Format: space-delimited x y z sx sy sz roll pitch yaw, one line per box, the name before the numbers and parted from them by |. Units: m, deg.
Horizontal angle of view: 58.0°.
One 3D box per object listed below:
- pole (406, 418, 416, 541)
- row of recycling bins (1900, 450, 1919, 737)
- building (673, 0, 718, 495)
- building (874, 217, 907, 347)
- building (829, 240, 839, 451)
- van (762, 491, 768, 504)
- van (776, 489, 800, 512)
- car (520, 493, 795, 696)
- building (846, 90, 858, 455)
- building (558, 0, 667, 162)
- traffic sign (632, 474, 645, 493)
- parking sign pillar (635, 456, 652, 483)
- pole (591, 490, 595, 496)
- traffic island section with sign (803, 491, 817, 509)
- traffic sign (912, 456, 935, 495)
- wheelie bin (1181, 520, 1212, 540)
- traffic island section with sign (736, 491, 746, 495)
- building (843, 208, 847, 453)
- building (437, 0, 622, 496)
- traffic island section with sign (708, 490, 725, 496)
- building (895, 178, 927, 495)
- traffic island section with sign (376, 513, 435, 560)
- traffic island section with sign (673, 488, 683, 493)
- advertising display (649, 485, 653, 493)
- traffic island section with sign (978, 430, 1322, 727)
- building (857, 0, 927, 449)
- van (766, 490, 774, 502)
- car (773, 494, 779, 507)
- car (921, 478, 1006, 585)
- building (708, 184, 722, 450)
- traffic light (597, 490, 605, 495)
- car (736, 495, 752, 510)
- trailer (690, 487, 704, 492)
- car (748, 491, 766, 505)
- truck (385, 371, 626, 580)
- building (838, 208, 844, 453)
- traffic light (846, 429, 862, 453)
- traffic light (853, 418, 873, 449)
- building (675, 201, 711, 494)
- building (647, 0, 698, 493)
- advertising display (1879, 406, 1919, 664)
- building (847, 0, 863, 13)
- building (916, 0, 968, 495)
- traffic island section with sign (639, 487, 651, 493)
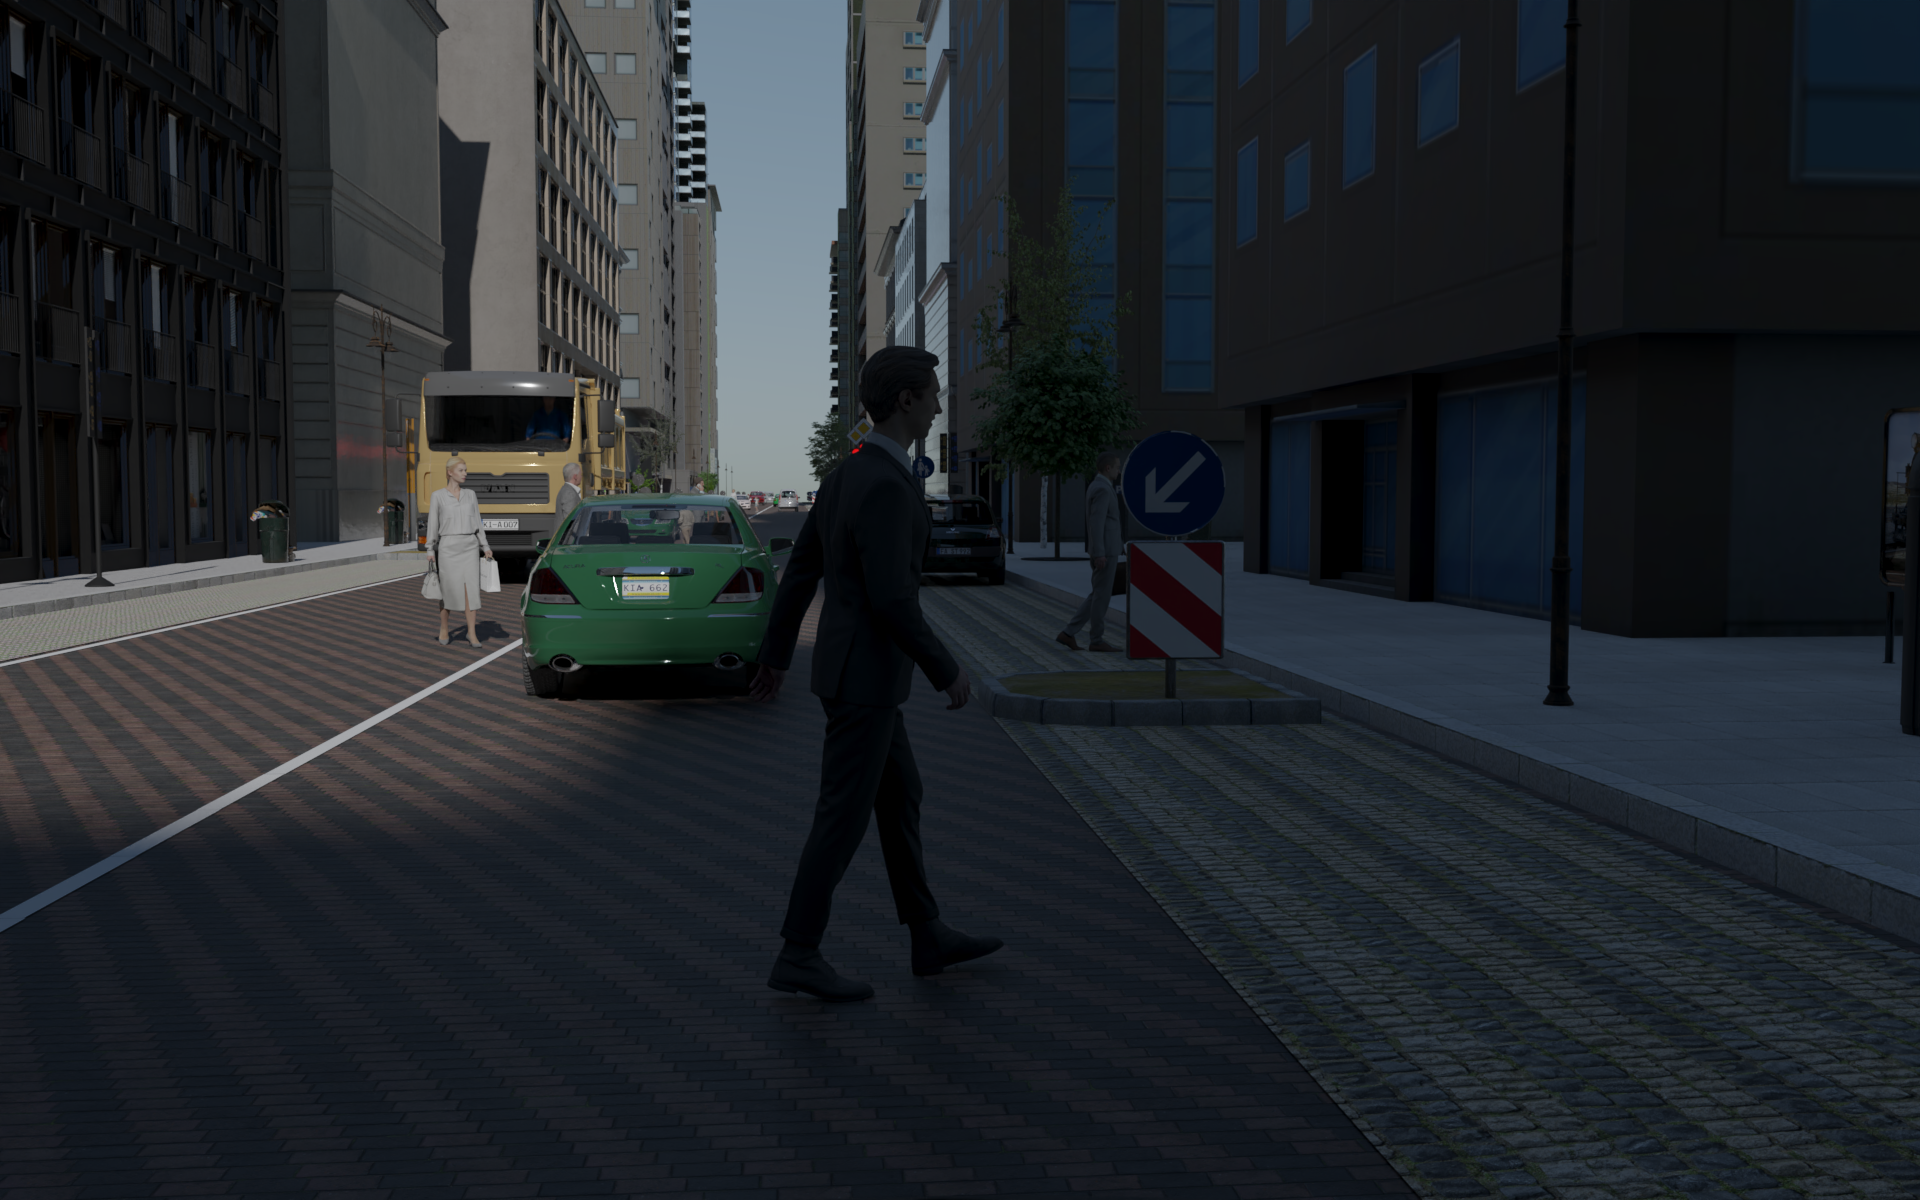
pole | -14.849 -3.241 46.833 0.158 3.312 0.155 0 3 0
row of recycling bins | 6.810 -0.132 9.276 3.534 1.692 1.069 -1 4 -10
building | -47.141 -57.712 256.255 22.319 86.520 31.000 0 4 -5
building | -0.964 -16.883 126.941 10.553 20.767 40.483 0 4 -5
building | -10.832 -38.982 291.972 22.147 44.769 28.867 0 4 -5
van | -27.801 -14.372 241.994 2.013 2.044 4.112 0 4 -5
van | -14.158 -8.295 142.642 2.013 2.044 4.112 0 4 -7
car | -2.367 -0.124 13.820 2.131 1.459 4.920 0 4 -7
building | -4.190 -30.317 179.273 14.154 41.232 14.086 0 4 -5
building | -40.872 -34.752 157.426 28.713 52.752 27.495 0 4 -5
traffic sign | -19.993 -6.579 107.667 0.768 2.556 0.104 0 4 -5
parking sign pillar | -22.187 -8.122 121.268 1.447 3.967 1.447 2 4 35
pole | -18.530 -5.723 87.407 0.158 3.312 0.155 0 3 0
traffic island section with sign | -16.676 -11.565 197.714 1.989 1.847 2.006 0 4 -5
traffic sign | -1.213 -3.503 57.385 0.768 2.556 0.104 0 4 4
wheelie bin | 5.465 -1.981 40.296 0.980 1.594 0.693 -1 4 -13
traffic island section with sign | -34.657 -16.490 278.230 1.989 1.847 2.006 0 4 -5
building | -5.482 -31.205 193.793 14.154 41.232 14.086 0 4 -5
building | -28.453 -17.247 86.510 19.350 26.468 34.151 0 4 -5
traffic island section with sign | -24.160 -9.790 168.698 1.989 1.847 2.006 0 4 -5
building | 2.014 -14.908 98.491 10.420 20.320 16.860 0 4 -5
traffic island section with sign | -11.648 -1.808 38.194 1.989 1.847 2.006 0 4 -5
traffic island section with sign | -19.538 -6.839 120.440 1.989 1.847 2.006 0 4 -5
advertising display | -20.919 -6.836 116.974 0.123 1.923 0.974 -2 4 -24
traffic island section with sign | 1.156 -0.180 11.565 1.989 1.847 2.006 0 4 -5
building | 1.473 -32.905 161.700 21.300 48.544 21.600 0 4 -5
van | -30.811 -16.706 280.158 2.013 2.044 4.112 0 4 -6
car | -20.053 -11.358 194.497 1.959 1.807 4.718 0 4 -4
car | -0.239 -1.143 28.480 2.009 1.686 4.222 0 4 -4
building | -54.033 -42.613 285.954 28.713 52.752 27.495 0 4 -5
traffic light | -14.732 -5.000 70.676 0.839 4.253 0.868 0 4 -5
car | -19.990 -8.885 157.631 2.083 1.381 4.827 0 4 -7
trailer | -20.239 -7.709 133.088 1.471 1.999 3.904 0 4 -6
car | -25.773 -12.894 219.496 2.281 1.827 5.304 0 4 -6
truck | -7.521 -2.110 30.421 3.469 3.379 9.791 0 4 -7
building | -10.594 -34.637 249.902 14.154 41.232 14.086 0 4 -5
traffic light | -4.320 -5.062 71.686 0.839 4.253 0.868 0 4 -5
traffic light | -3.558 -4.576 63.737 0.839 4.253 0.868 0 4 -5
building | -41.459 -33.754 235.473 14.154 41.232 14.086 0 4 -5
building | -38.291 -45.442 181.227 20.563 71.187 20.611 0 4 -5
advertising display | 7.095 -0.455 12.659 0.123 1.923 0.974 0 4 -7
building | -5.299 -47.252 210.828 20.563 71.187 20.611 0 4 -5
building | 8.501 -17.954 79.456 20.117 28.700 13.634 0 4 -5
traffic island section with sign | -16.943 -5.190 93.478 1.989 1.847 2.006 0 4 -5
